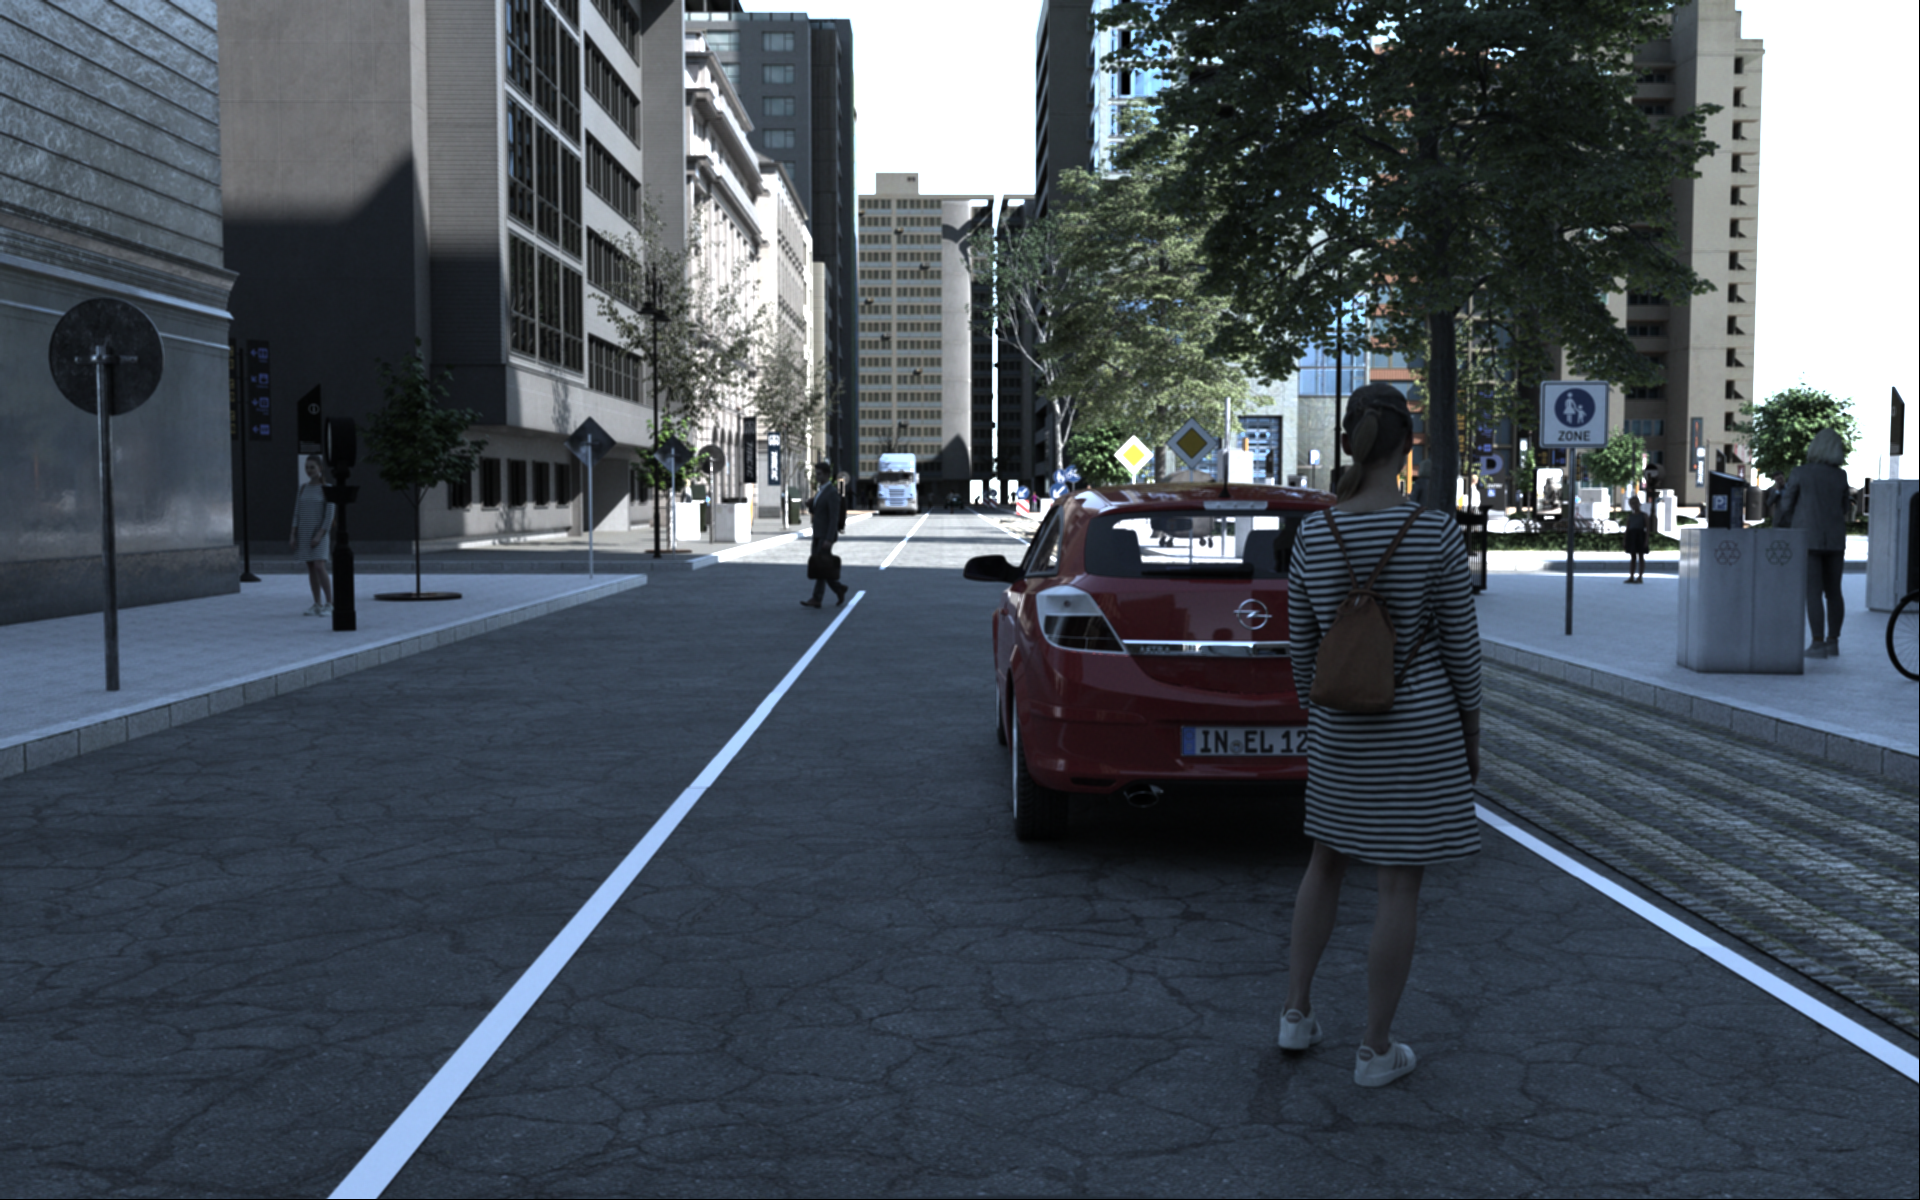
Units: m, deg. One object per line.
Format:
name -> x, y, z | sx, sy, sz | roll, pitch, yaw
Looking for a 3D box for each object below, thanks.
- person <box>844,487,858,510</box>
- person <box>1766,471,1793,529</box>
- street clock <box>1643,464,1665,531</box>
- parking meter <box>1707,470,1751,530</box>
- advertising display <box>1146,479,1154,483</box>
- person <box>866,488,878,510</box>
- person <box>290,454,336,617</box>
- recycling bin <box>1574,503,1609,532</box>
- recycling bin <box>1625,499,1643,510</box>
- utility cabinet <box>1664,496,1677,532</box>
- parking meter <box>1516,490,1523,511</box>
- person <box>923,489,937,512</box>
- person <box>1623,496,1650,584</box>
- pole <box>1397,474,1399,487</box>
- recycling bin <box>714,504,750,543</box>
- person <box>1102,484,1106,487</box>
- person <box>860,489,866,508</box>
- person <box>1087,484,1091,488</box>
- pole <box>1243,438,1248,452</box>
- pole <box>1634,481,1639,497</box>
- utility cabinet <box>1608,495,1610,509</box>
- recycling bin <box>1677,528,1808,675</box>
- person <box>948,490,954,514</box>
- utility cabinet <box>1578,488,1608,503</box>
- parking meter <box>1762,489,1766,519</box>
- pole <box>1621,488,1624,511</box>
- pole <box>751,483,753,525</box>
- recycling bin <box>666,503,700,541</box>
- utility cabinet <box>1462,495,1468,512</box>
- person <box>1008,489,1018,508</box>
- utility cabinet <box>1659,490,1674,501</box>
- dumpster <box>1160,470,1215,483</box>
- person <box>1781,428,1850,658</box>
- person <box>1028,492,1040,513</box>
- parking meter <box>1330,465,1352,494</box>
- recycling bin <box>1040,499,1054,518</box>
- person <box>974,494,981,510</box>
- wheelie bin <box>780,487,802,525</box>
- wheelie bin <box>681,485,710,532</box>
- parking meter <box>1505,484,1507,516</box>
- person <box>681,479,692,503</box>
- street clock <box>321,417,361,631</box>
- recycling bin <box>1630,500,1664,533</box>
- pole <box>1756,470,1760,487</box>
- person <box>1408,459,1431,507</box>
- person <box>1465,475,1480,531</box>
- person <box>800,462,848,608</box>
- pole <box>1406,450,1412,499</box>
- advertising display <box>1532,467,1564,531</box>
person -> -8.694, -8.057, 137.794 | 1.348, 1.821, 0.705 | -2, 4, -27
person -> 14.813, -1.392, 31.073 | 0.655, 1.846, 0.447 | 3, 4, 38
street clock -> 16.578, -2.253, 41.410 | 0.358, 2.002, 0.471 | -2, 4, -25
parking meter -> 8.178, -0.617, 18.495 | 0.372, 1.533, 0.369 | 0, 3, 0
advertising display -> 8.176, -4.146, 72.995 | 0.974, 1.923, 0.123 | -3, 5, -40
person -> -7.269, -8.289, 141.664 | 1.348, 1.812, 0.705 | 3, 5, 45
person -> -6.834, -0.693, 18.376 | 0.512, 1.701, 0.522 | 1, 4, 12
recycling bin -> 18.183, -2.285, 49.917 | 0.722, 1.027, 0.722 | -2, 4, -31
recycling bin -> 36.820, -5.021, 94.644 | 0.722, 1.027, 0.722 | 3, 5, 42
utility cabinet -> 24.031, -2.902, 58.607 | 0.306, 1.237, 1.020 | 2, 4, 30
parking meter -> 33.205, -5.775, 102.828 | 0.372, 1.533, 0.369 | 0, 3, 0
person -> -2.447, -8.163, 141.967 | 1.348, 1.824, 0.705 | 2, 4, 32
person -> 9.690, -0.862, 24.808 | 0.373, 1.253, 0.362 | -3, 4, -39
pole -> 10.551, -2.946, 42.017 | 0.158, 3.312, 0.155 | 0, 3, 0
recycling bin -> -6.032, -2.035, 45.833 | 0.722, 1.027, 0.722 | 2, 4, 23
person -> 6.427, -4.291, 76.943 | 0.466, 1.731, 0.760 | 3, 4, 37
person -> -8.626, -9.018, 153.938 | 0.683, 1.767, 0.568 | 2, 4, 28
person -> 6.883, -5.211, 91.518 | 0.850, 1.792, 0.678 | -2, 4, -32
pole -> 10.406, -4.244, 63.239 | 0.158, 3.312, 0.155 | 0, 3, 0
pole -> 35.854, -5.988, 91.752 | 0.158, 3.312, 0.155 | 0, 3, 0
utility cabinet -> 39.960, -5.917, 107.900 | 0.306, 1.237, 1.020 | -2, 4, -33
recycling bin -> 5.705, -0.007, 12.664 | 0.722, 1.027, 0.722 | 1, 4, 10
person -> -0.674, -7.084, 125.104 | 0.721, 1.735, 1.217 | 1, 4, 14
utility cabinet -> 24.021, -3.494, 65.805 | 0.318, 1.500, 1.173 | -2, 4, -28
parking meter -> 41.705, -4.977, 89.777 | 0.372, 1.533, 0.369 | 0, 3, 0
pole -> 39.477, -6.685, 103.149 | 0.158, 3.312, 0.155 | 0, 3, 0
pole -> -8.555, -4.705, 70.773 | 0.158, 3.312, 0.155 | 0, 3, 0
recycling bin -> -7.668, -2.164, 47.941 | 0.722, 1.027, 0.722 | -2, 4, -31
utility cabinet -> 31.114, -5.790, 105.826 | 1.020, 1.237, 0.306 | -1, 4, -15
person -> 5.082, -9.672, 164.727 | 0.990, 1.755, 0.434 | 1, 4, 14
utility cabinet -> 35.772, -4.822, 87.520 | 0.318, 1.500, 1.173 | 2, 4, 35
dumpster -> 5.467, -2.195, 41.648 | 1.264, 1.857, 1.865 | 0, 4, 0
person -> 6.748, -0.458, 13.717 | 0.537, 1.800, 0.526 | 0, 4, 6
person -> 4.969, -6.496, 115.473 | 0.991, 1.433, 0.599 | 1, 4, 17
parking meter -> 7.699, -1.794, 35.046 | 0.255, 1.863, 0.399 | -3, 4, -39
recycling bin -> 4.739, -4.998, 94.269 | 0.722, 1.027, 0.722 | 0, 4, 3
person -> 1.562, -8.524, 151.056 | 0.799, 1.438, 0.628 | 2, 4, 29
wheelie bin -> -7.135, -3.970, 72.819 | 0.693, 1.594, 0.980 | 3, 5, 41
wheelie bin -> -8.976, -3.106, 58.691 | 0.980, 1.594, 0.693 | -1, 4, -17
parking meter -> 31.073, -5.705, 98.982 | 0.255, 1.863, 0.399 | 2, 4, 33
person -> -9.011, -3.114, 57.139 | 0.728, 1.800, 0.709 | 0, 4, 4
street clock -> -5.801, -0.715, 16.257 | 0.358, 2.002, 0.471 | -2, 4, -28
recycling bin -> 19.854, -2.288, 49.955 | 0.722, 1.027, 0.722 | 2, 4, 33
pole -> 45.885, -6.468, 99.594 | 0.158, 3.312, 0.155 | 0, 3, 0
person -> 6.886, -1.207, 25.959 | 0.537, 1.800, 0.526 | -3, 4, -36
person -> 13.163, -2.336, 44.582 | 0.624, 1.780, 0.694 | 1, 4, 21
person -> -1.683, -0.821, 21.890 | 0.822, 1.834, 0.622 | -3, 4, -38
pole -> 18.472, -4.736, 71.270 | 0.158, 3.312, 0.155 | 0, 3, 0
advertising display -> 14.293, -2.258, 42.131 | 0.974, 1.923, 0.123 | -2, 4, -32
